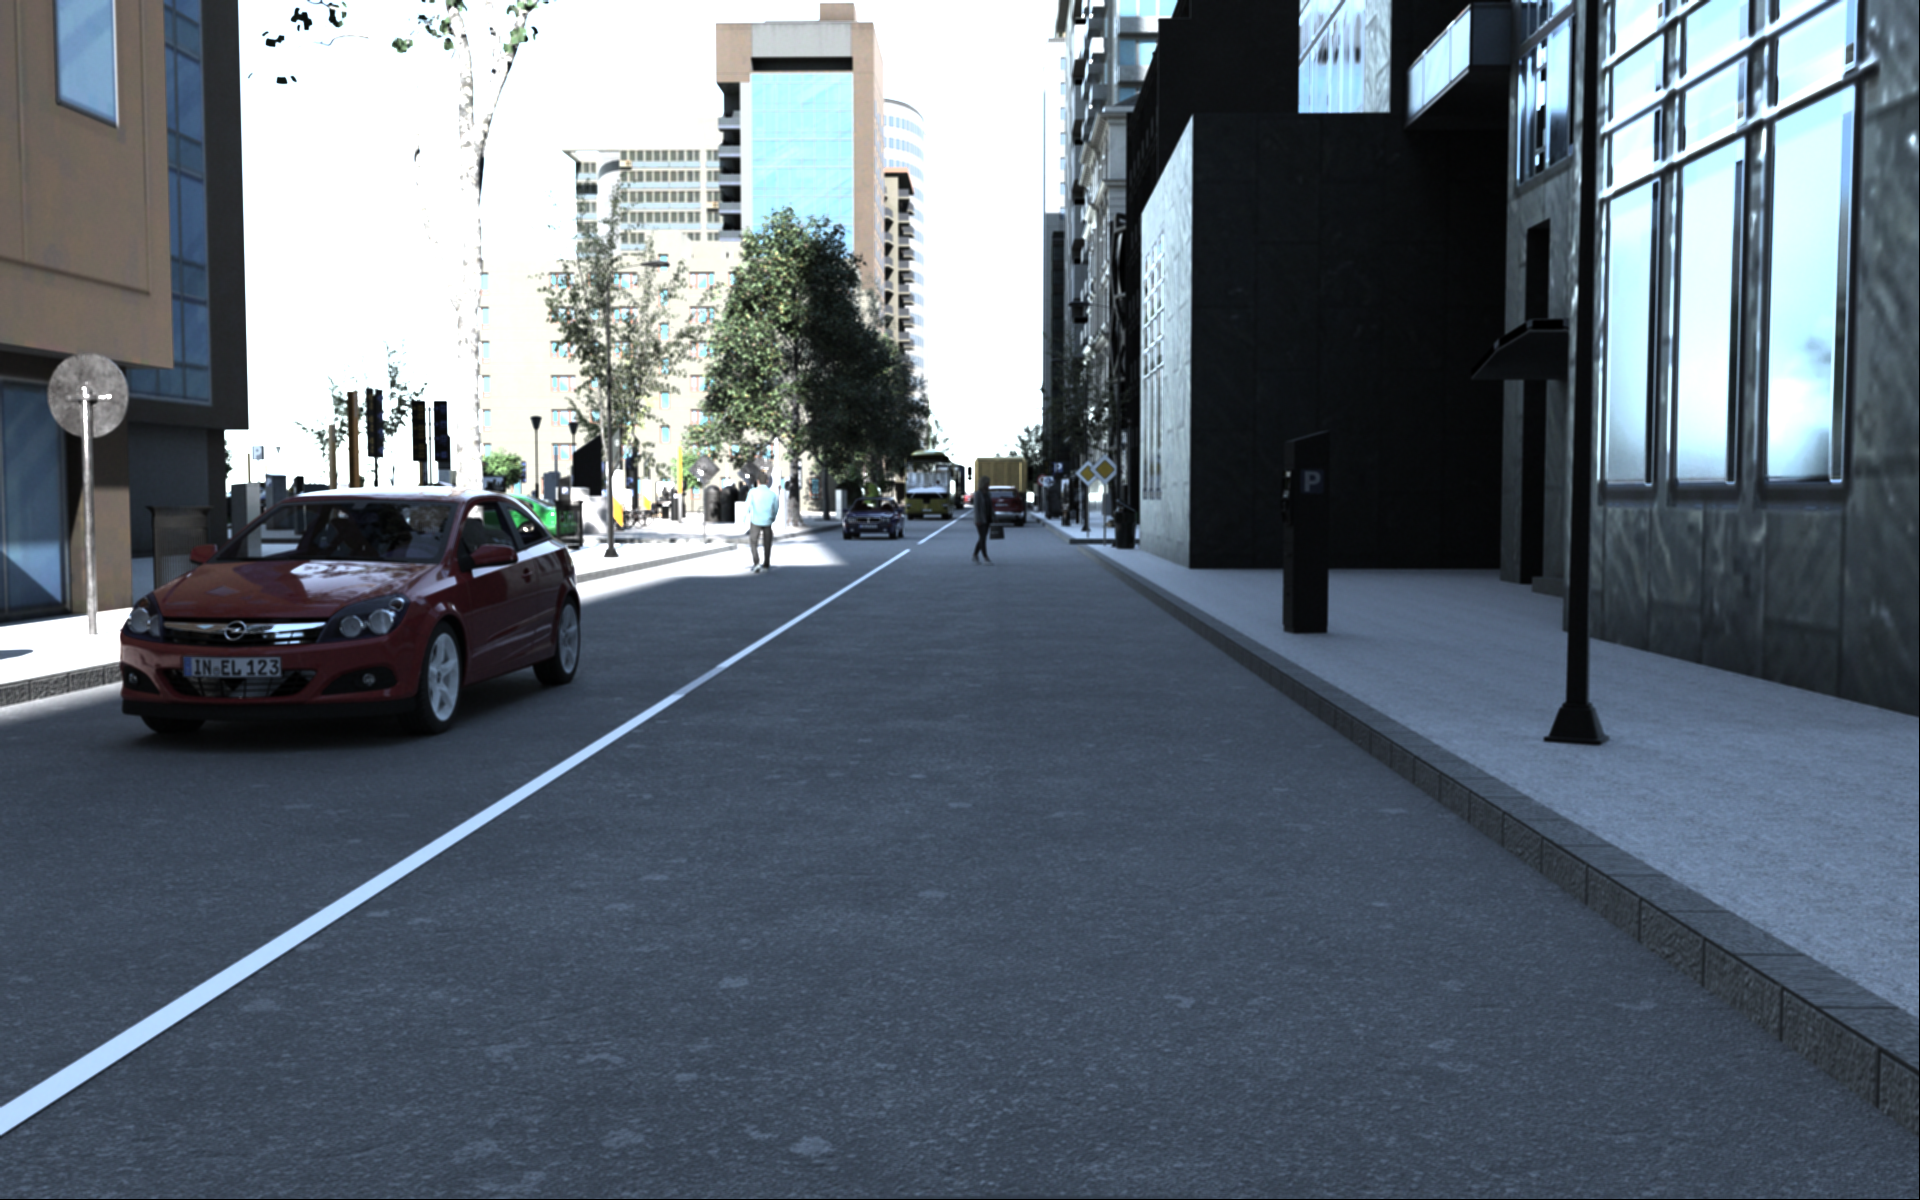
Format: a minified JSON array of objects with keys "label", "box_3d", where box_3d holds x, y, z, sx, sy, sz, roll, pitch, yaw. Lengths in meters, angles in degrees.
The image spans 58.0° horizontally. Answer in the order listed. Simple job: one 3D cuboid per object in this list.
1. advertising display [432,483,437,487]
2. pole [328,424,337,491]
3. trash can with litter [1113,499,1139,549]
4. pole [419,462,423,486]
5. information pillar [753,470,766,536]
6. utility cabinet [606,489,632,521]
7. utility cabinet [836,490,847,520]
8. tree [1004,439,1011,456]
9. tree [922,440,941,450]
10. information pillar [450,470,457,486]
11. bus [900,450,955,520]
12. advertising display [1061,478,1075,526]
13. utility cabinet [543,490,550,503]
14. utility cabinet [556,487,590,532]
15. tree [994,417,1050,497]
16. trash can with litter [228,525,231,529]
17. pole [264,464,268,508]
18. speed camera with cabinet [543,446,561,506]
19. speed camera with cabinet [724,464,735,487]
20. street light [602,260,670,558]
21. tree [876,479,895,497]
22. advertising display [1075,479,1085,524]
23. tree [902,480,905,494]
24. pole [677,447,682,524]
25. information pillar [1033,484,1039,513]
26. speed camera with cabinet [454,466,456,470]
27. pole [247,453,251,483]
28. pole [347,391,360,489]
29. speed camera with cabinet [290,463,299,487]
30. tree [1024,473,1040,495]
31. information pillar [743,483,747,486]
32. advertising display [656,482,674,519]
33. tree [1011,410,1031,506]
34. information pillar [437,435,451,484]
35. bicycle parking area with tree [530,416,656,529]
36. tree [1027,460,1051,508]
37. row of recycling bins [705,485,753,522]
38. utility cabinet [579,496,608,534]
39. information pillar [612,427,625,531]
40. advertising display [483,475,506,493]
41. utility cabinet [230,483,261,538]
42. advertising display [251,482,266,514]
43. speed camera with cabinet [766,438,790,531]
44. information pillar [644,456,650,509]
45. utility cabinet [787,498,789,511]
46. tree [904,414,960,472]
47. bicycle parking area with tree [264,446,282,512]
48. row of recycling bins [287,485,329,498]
[{"label":"advertising display","box_3d":[-29.781,-5.749,99.209,0.123,1.923,0.974,2,4,35]},{"label":"pole","box_3d":[-18.315,-3.469,50.569,0.158,3.312,0.155,0,3,0]},{"label":"trash can with litter","box_3d":[4.128,-1.792,40.680,1.055,1.170,0.624,1,4,13]},{"label":"pole","box_3d":[-26.099,-5.506,83.861,0.158,3.312,0.155,0,3,0]},{"label":"information pillar","box_3d":[-6.165,-2.985,53.292,0.304,2.012,0.304,-3,4,-38]},{"label":"utility cabinet","box_3d":[-16.203,-4.506,82.344,1.173,1.500,0.318,-3,4,-39]},{"label":"utility cabinet","box_3d":[-5.837,-4.697,85.483,0.318,1.500,1.173,-1,4,-18]},{"label":"tree","box_3d":[6.856,-14.276,183.769,4.360,8.622,3.978,0,3,0]},{"label":"tree","box_3d":[-3.877,-16.191,215.089,4.360,8.622,3.978,0,3,0]},{"label":"information pillar","box_3d":[-15.199,-2.929,52.377,0.304,2.012,0.304,2,4,32]},{"label":"bus","box_3d":[-1.694,-6.630,99.944,2.896,3.916,12.252,0,4,1]},{"label":"advertising display","box_3d":[4.265,-3.933,69.512,0.123,1.923,0.974,-1,4,-17]},{"label":"utility cabinet","box_3d":[-20.090,-4.651,84.729,0.318,1.500,1.173,-2,4,-25]},{"label":"utility cabinet","box_3d":[-12.831,-2.984,57.463,0.318,1.500,1.173,3,4,38]},{"label":"tree","box_3d":[7.847,-16.794,208.992,8.767,10.594,7.601,0,4,-6]},{"label":"trash can with litter","box_3d":[-27.071,-3.265,64.443,2.233,1.210,1.678,1,4,10]},{"label":"pole","box_3d":[-47.343,-7.607,118.214,0.158,3.312,0.155,0,3,0]},{"label":"speed camera with cabinet","box_3d":[-16.848,-4.763,72.218,0.660,3.252,2.038,0,4,1]},{"label":"speed camera with cabinet","box_3d":[-15.280,-7.254,112.946,0.660,3.252,2.038,1,4,16]},{"label":"street light","box_3d":[-6.469,-3.796,34.600,1.470,5.913,1.316,0,4,1]},{"label":"tree","box_3d":[-5.883,-8.360,131.294,1.663,3.219,1.824,0,3,0]},{"label":"advertising display","box_3d":[5.179,-4.293,75.402,0.123,1.923,0.974,3,5,40]},{"label":"tree","box_3d":[-5.120,-10.741,170.223,1.663,3.219,1.824,0,3,0]},{"label":"pole","box_3d":[-12.049,-4.930,74.451,0.158,3.312,0.155,0,3,0]},{"label":"information pillar","box_3d":[5.301,-7.084,120.321,0.304,2.012,0.304,2,4,26]},{"label":"speed camera with cabinet","box_3d":[-35.690,-7.813,122.071,0.660,3.252,2.038,-1,4,-9]},{"label":"pole","box_3d":[-34.882,-5.577,85.027,0.158,3.312,0.155,0,3,0]},{"label":"pole","box_3d":[-12.027,-2.480,34.392,0.158,3.312,0.155,0,3,0]},{"label":"speed camera with cabinet","box_3d":[-43.321,-7.158,111.368,2.038,3.252,0.660,0,4,3]},{"label":"tree","box_3d":[6.758,-10.002,158.135,1.663,3.219,1.824,0,3,0]},{"label":"information pillar","box_3d":[-14.551,-6.854,116.555,0.304,2.012,0.304,1,4,22]},{"label":"advertising display","box_3d":[-15.150,-5.125,89.005,0.974,1.923,0.123,-2,4,-32]},{"label":"tree","box_3d":[6.727,-11.841,143.965,4.360,8.622,3.978,0,3,0]},{"label":"information pillar","box_3d":[-17.372,-4.096,58.318,0.504,3.616,0.183,-3,5,-40]},{"label":"bicycle parking area with tree","box_3d":[-15.667,-4.868,66.587,9.016,4.147,8.231,1,4,16]},{"label":"tree","box_3d":[7.019,-10.918,162.222,4.285,4.588,4.351,0,3,0]},{"label":"row of recycling bins","box_3d":[-10.148,-4.442,79.741,3.534,1.692,1.069,1,4,16]},{"label":"utility cabinet","box_3d":[-11.780,-2.745,56.038,1.020,1.237,0.306,-1,4,-16]},{"label":"information pillar","box_3d":[-11.977,-4.228,60.475,0.504,3.616,0.183,3,4,36]},{"label":"advertising display","box_3d":[-16.084,-3.324,59.554,0.974,1.923,0.123,1,4,10]},{"label":"utility cabinet","box_3d":[-13.977,-1.542,33.884,0.318,1.500,1.173,-1,4,-10]},{"label":"advertising display","box_3d":[-36.927,-5.270,91.373,0.974,1.923,0.123,-2,4,-28]},{"label":"speed camera with cabinet","box_3d":[-6.605,-4.118,61.661,0.660,3.252,2.038,0,4,3]},{"label":"information pillar","box_3d":[-19.270,-7.053,106.677,0.504,3.616,0.183,2,4,35]},{"label":"utility cabinet","box_3d":[-9.622,-5.292,97.689,1.020,1.237,0.306,-2,4,-27]},{"label":"tree","box_3d":[-3.321,-16.356,201.824,7.601,10.594,8.767,0,4,5]},{"label":"bicycle parking area with tree","box_3d":[-41.298,-6.962,100.825,9.016,4.147,8.231,2,4,31]},{"label":"row of recycling bins","box_3d":[-28.738,-4.266,76.856,3.534,1.692,1.069,3,5,42]}]
